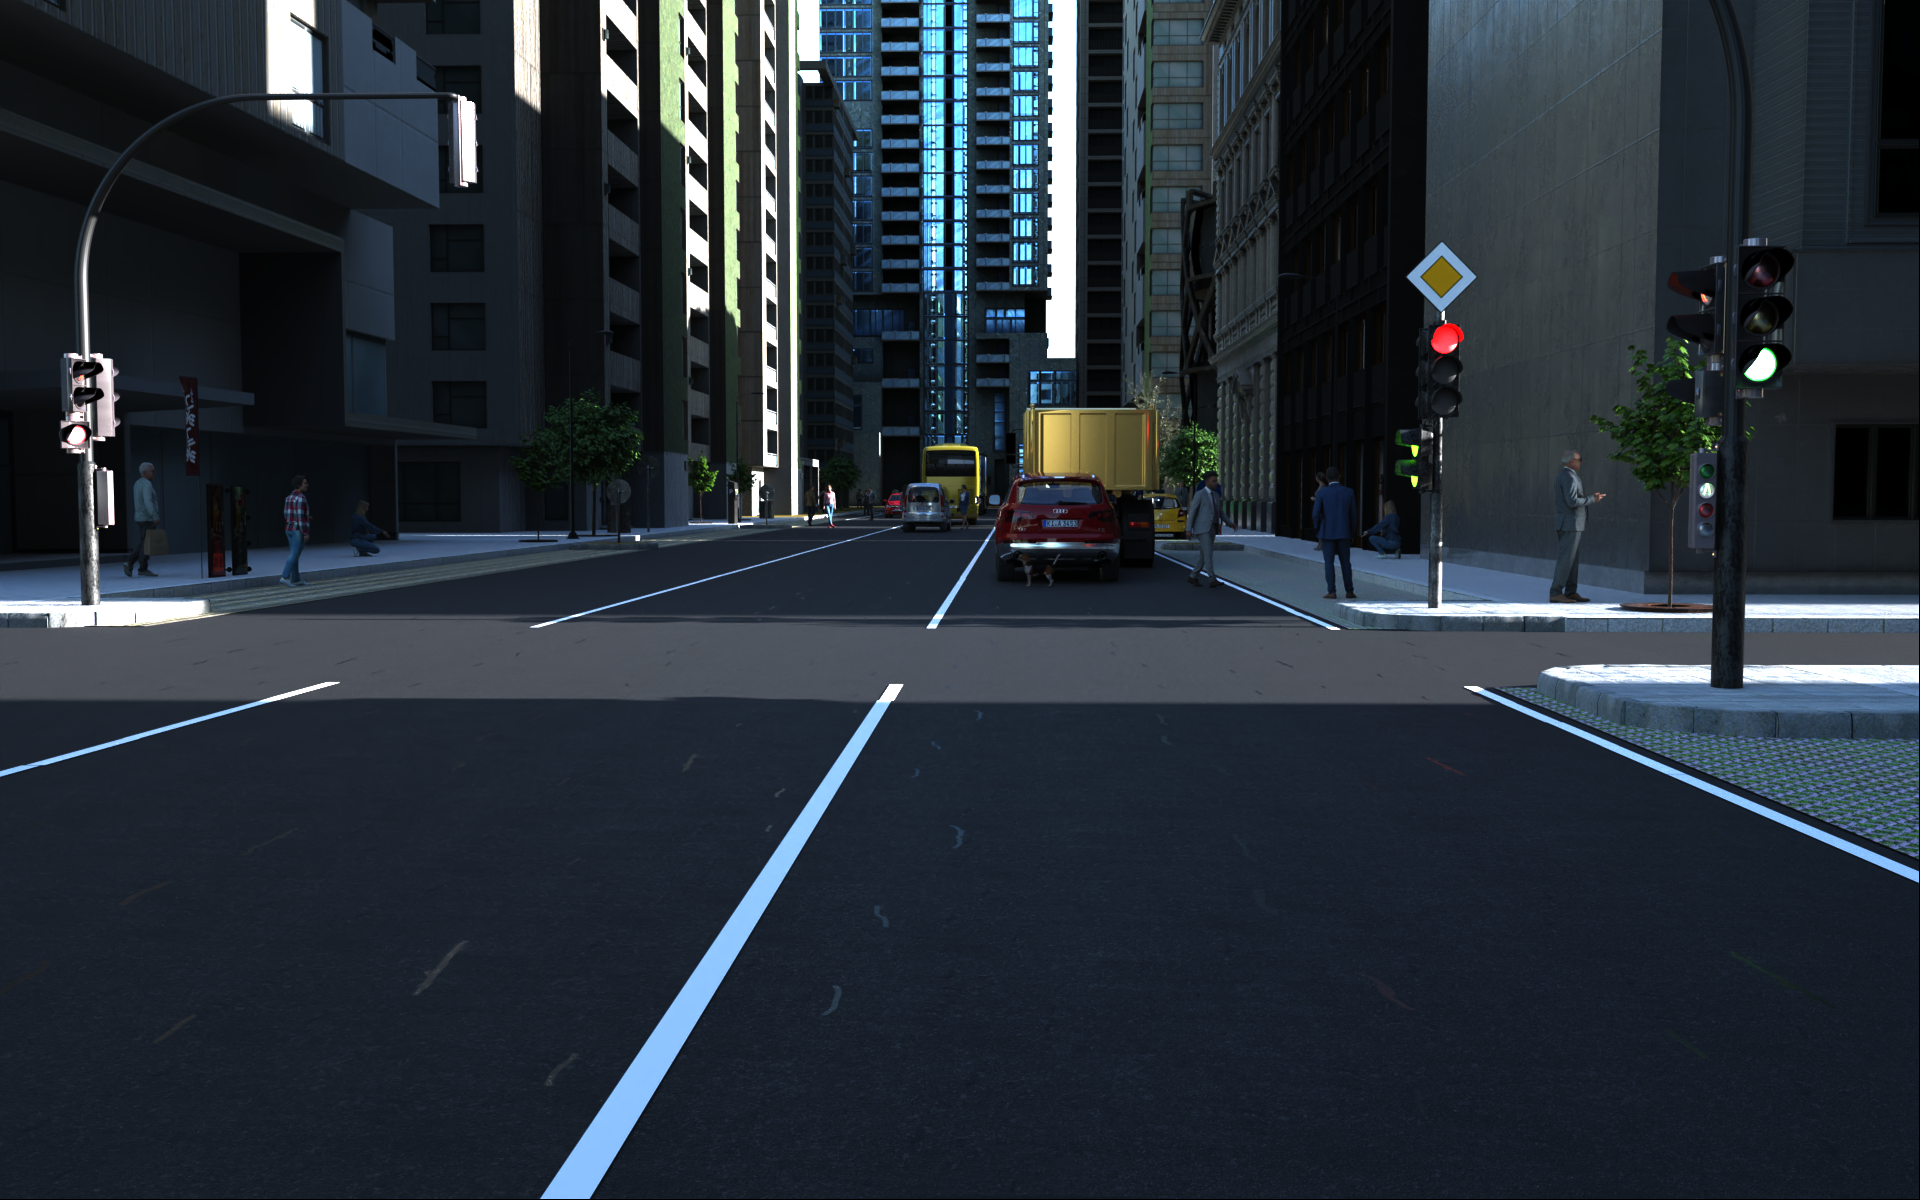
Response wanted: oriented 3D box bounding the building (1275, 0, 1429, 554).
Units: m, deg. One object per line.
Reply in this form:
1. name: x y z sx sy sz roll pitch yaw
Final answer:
1. building: 15.490 -13.107 43.978 12.332 23.373 15.834 0 4 2

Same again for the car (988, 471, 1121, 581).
1. car: 1.631 -1.309 30.074 2.281 1.827 5.304 0 4 1

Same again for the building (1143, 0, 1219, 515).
1. building: 18.991 -26.253 112.826 14.154 41.232 14.086 0 4 2

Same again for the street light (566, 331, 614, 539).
1. street light: -10.536 -4.698 49.357 1.470 5.913 1.316 0 4 2

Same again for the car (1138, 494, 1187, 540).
1. car: 6.332 -2.783 55.719 2.015 1.641 3.980 0 4 3

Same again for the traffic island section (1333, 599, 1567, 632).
1. traffic island section: 5.369 0.170 19.508 2.009 0.180 2.903 0 4 2

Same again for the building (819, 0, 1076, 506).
1. building: -3.039 -53.596 188.959 31.000 86.520 22.319 0 4 2

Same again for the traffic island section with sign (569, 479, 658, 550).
1. traffic island section with sign: -8.923 -2.222 44.960 1.989 1.847 2.006 0 4 2

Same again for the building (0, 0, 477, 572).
1. building: -27.181 -27.165 33.386 28.713 52.752 27.495 0 4 2

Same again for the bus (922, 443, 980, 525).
1. bus: -0.417 -5.569 82.594 2.896 3.916 12.252 0 3 0

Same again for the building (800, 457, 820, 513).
1. building: -20.526 -41.656 119.325 20.563 71.187 20.611 0 4 2

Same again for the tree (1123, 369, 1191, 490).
1. tree: 11.359 -9.244 101.499 4.360 8.622 3.978 0 3 0

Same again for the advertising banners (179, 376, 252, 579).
1. advertising banners: -11.466 -1.865 26.680 0.090 3.025 2.074 0 4 3

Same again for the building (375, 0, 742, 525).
1. building: -18.857 -19.140 84.636 14.160 30.474 14.107 0 4 2

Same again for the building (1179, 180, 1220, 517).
1. building: 19.276 -13.360 85.886 16.820 18.784 16.811 0 4 2

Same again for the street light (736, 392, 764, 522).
1. street light: -9.592 -6.496 78.751 1.470 5.913 1.316 0 4 2

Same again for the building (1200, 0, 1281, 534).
1. building: 15.093 -14.255 61.940 11.050 23.489 19.941 0 4 2

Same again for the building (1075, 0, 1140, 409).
1. building: 23.052 -45.835 187.646 20.611 71.187 20.563 0 4 2

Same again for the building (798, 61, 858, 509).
1. building: -21.675 -28.301 154.601 23.993 40.220 32.217 0 4 2

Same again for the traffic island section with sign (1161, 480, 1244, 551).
1. traffic island section with sign: 6.201 -2.194 44.498 1.989 1.847 2.006 0 4 2

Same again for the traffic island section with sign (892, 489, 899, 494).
1. traffic island section with sign: -5.509 -8.585 148.994 1.989 1.847 2.006 0 4 2

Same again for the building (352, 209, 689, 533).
1. building: -18.221 -17.788 62.537 14.160 30.474 14.107 0 4 2

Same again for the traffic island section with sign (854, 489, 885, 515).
1. traffic island section with sign: -6.376 -6.937 122.053 1.989 1.847 2.006 0 4 2

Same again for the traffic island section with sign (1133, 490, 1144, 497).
1. traffic island section with sign: 7.078 -3.842 71.439 1.989 1.847 2.006 0 4 2

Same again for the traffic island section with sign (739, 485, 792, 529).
1. traffic island section with sign: -8.035 -3.873 71.944 1.989 1.847 2.006 0 4 2

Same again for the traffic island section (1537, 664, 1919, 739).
1. traffic island section: 5.108 0.658 11.527 2.009 0.180 2.903 0 4 2

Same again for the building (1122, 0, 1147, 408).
1. building: 26.798 -33.285 133.444 28.713 52.752 27.495 0 4 2

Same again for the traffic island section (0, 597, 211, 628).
1. traffic island section: -10.064 0.139 20.016 2.009 0.180 2.903 0 4 2

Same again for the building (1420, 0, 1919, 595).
1. building: 23.833 -12.673 26.265 30.058 24.678 14.314 0 4 2

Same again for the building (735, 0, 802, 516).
1. building: -17.262 -25.604 102.216 14.154 41.232 14.086 0 4 2

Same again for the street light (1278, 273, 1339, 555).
1. street light: 7.384 -3.916 36.564 1.470 5.913 1.316 0 4 2

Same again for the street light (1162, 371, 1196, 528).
1. street light: 8.314 -5.683 65.457 1.470 5.913 1.316 0 4 2

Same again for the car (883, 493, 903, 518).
1. car: -3.546 -5.877 105.133 2.155 1.783 4.494 0 4 3

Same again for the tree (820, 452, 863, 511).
1. tree: -9.147 -9.185 133.885 4.285 4.588 4.351 0 3 0
